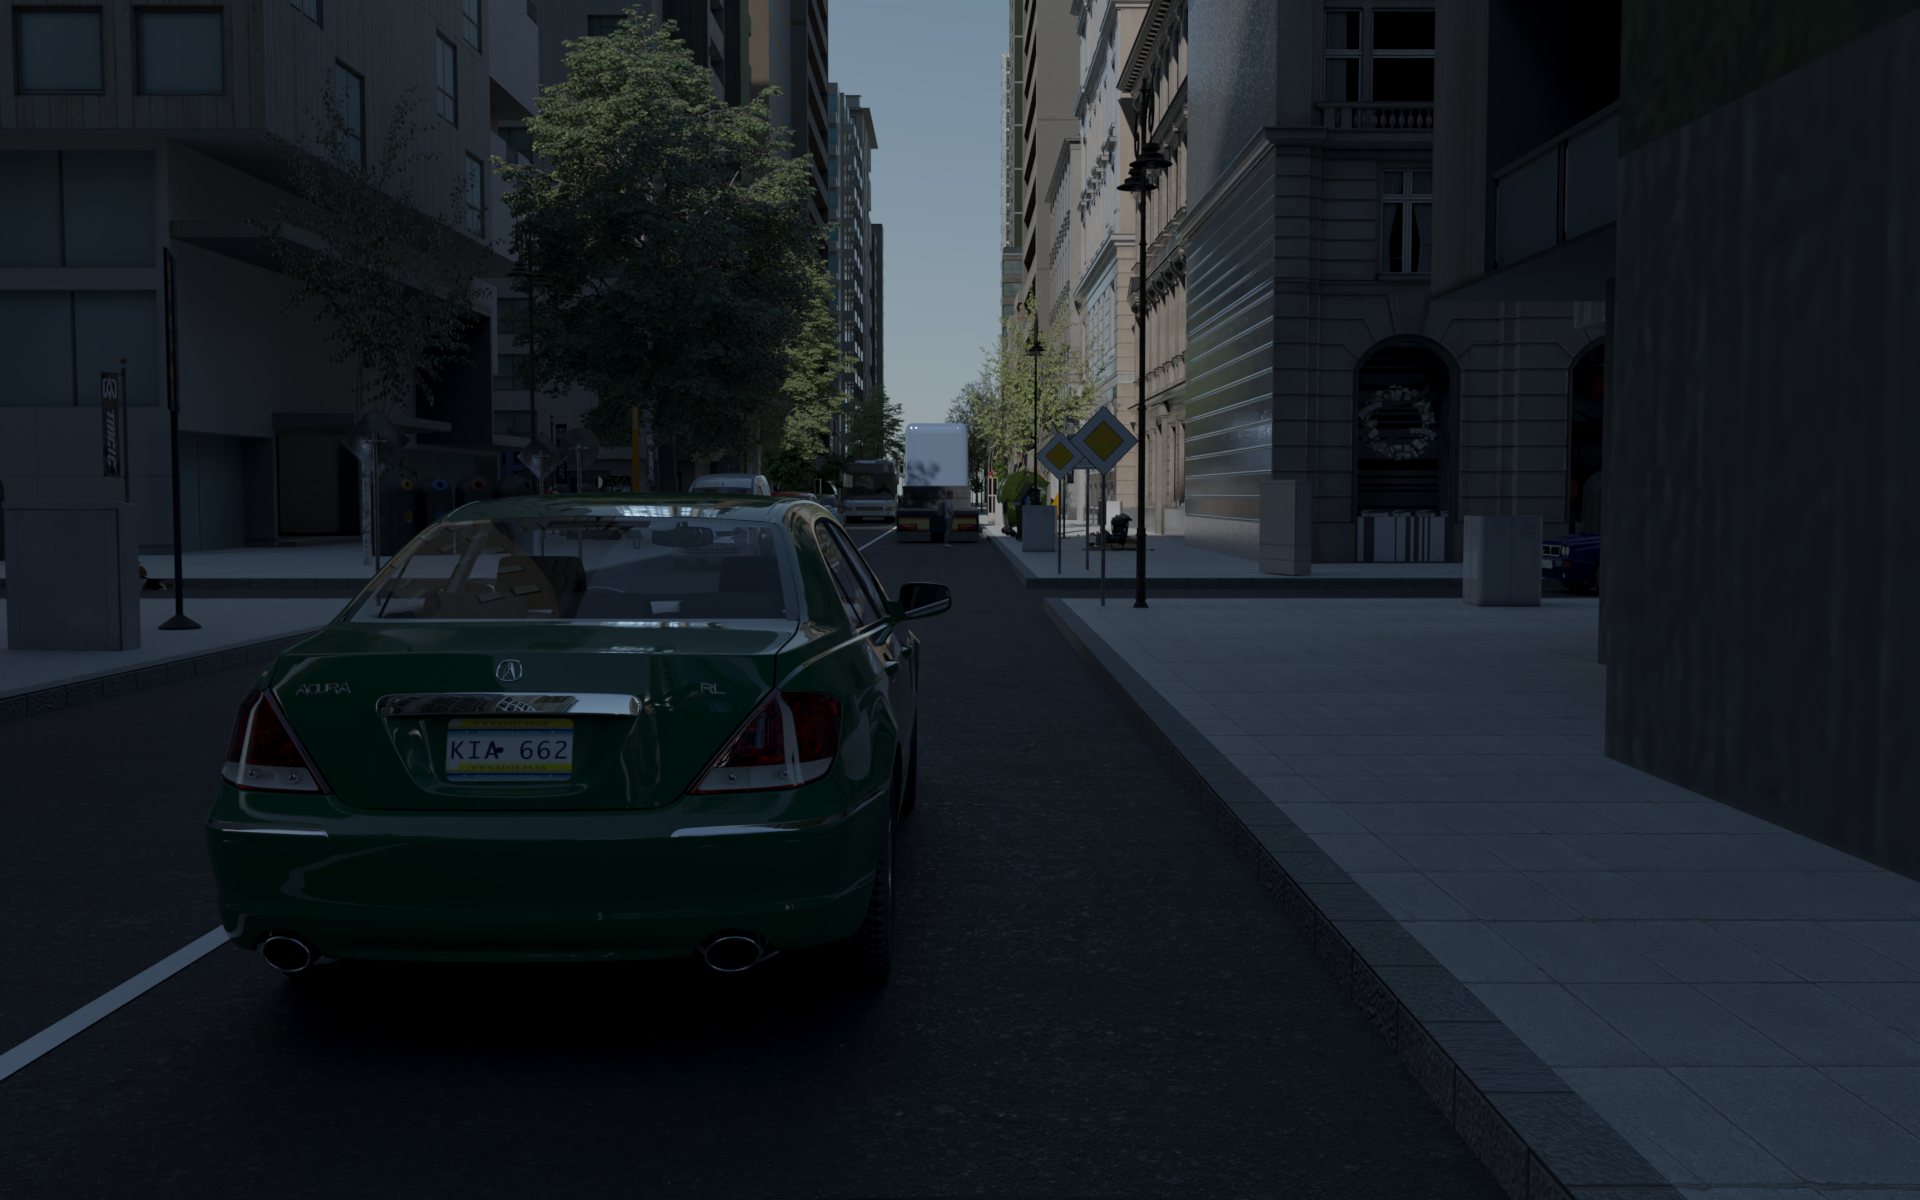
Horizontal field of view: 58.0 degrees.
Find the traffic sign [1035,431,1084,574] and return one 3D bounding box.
[{"bbox_3d":[1.596,-1.477,27.784,0.795,2.450,0.064,0,4,0],"label":"traffic sign"}]

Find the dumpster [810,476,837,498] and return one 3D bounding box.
[{"bbox_3d":[-7.504,-5.616,94.318,1.502,2.255,1.985,0,4,0],"label":"dumpster"}]

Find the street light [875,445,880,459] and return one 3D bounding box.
[{"bbox_3d":[-7.804,-11.687,163.876,0.468,5.910,1.993,0,4,0],"label":"street light"}]

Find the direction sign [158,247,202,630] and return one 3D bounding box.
[{"bbox_3d":[-7.425,-1.491,16.377,0.379,3.537,0.876,-1,4,-19],"label":"direction sign"}]

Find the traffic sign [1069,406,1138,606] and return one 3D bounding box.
[{"bbox_3d":[1.636,-0.988,19.799,0.795,2.450,0.064,0,4,0],"label":"traffic sign"}]

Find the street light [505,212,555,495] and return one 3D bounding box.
[{"bbox_3d":[-7.106,-3.424,28.771,0.468,5.910,1.993,0,4,0],"label":"street light"}]

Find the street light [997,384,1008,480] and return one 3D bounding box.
[{"bbox_3d":[1.805,-6.119,72.836,0.468,5.910,1.993,0,4,0],"label":"street light"}]

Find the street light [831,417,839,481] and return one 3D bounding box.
[{"bbox_3d":[-7.560,-8.055,104.487,0.468,5.910,1.993,0,4,0],"label":"street light"}]

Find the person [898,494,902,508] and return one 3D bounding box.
[{"bbox_3d":[-5.508,-8.863,156.597,0.628,1.438,0.799,-1,4,-22],"label":"person"}]

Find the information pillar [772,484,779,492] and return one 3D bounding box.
[{"bbox_3d":[-9.628,-5.258,90.463,0.304,2.012,0.304,0,4,4],"label":"information pillar"}]

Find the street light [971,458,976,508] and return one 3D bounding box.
[{"bbox_3d":[1.373,-10.827,149.807,0.468,5.910,1.993,0,4,0],"label":"street light"}]

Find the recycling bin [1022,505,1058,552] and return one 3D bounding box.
[{"bbox_3d":[1.788,-1.600,38.716,0.722,1.027,0.722,1,4,10],"label":"recycling bin"}]

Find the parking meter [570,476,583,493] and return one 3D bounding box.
[{"bbox_3d":[-12.742,-3.158,57.345,0.255,1.863,0.399,0,4,-1],"label":"parking meter"}]

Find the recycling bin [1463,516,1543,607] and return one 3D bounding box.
[{"bbox_3d":[6.272,-0.458,20.042,0.722,1.027,0.722,0,4,1],"label":"recycling bin"}]

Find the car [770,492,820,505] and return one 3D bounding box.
[{"bbox_3d":[-3.983,-1.833,39.018,2.155,1.783,4.494,0,4,1],"label":"car"}]

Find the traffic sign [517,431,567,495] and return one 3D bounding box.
[{"bbox_3d":[-6.698,-1.475,27.763,0.795,2.450,0.064,0,4,0],"label":"traffic sign"}]

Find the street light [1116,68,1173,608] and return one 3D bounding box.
[{"bbox_3d":[2.043,-2.851,19.400,0.468,5.910,1.993,0,4,0],"label":"street light"}]

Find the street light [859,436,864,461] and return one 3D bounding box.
[{"bbox_3d":[-7.656,-9.866,134.097,0.468,5.910,1.993,0,4,0],"label":"street light"}]

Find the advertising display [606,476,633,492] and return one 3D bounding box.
[{"bbox_3d":[-11.987,-3.411,60.981,0.974,1.923,0.123,1,4,15],"label":"advertising display"}]

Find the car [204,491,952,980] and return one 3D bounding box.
[{"bbox_3d":[-1.098,0.322,6.540,2.131,1.459,4.920,0,3,0],"label":"car"}]

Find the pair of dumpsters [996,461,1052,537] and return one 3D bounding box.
[{"bbox_3d":[1.974,-3.130,53.676,1.574,2.255,4.437,0,4,0],"label":"pair of dumpsters"}]

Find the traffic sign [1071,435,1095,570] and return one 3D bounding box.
[{"bbox_3d":[2.157,-1.661,29.281,0.606,2.300,0.079,0,4,4],"label":"traffic sign"}]

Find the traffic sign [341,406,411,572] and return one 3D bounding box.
[{"bbox_3d":[-6.658,-0.987,19.778,0.795,2.450,0.064,0,4,0],"label":"traffic sign"}]

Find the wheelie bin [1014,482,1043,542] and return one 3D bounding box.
[{"bbox_3d":[1.859,-2.380,46.826,0.693,1.594,0.980,-1,4,-15],"label":"wheelie bin"}]

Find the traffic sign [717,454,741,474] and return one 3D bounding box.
[{"bbox_3d":[-7.420,-3.392,55.573,0.768,2.556,0.104,0,4,3],"label":"traffic sign"}]

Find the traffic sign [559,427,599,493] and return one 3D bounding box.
[{"bbox_3d":[-7.278,-2.020,33.129,0.768,2.556,0.104,0,4,1],"label":"traffic sign"}]

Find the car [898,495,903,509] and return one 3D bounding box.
[{"bbox_3d":[-5.205,-9.663,169.996,2.014,1.417,4.499,0,4,0],"label":"car"}]

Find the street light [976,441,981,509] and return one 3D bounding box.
[{"bbox_3d":[1.530,-9.035,120.514,0.468,5.910,1.993,0,4,0],"label":"street light"}]

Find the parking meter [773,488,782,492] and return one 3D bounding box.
[{"bbox_3d":[-7.772,-3.999,73.797,0.372,1.533,0.369,0,3,0],"label":"parking meter"}]

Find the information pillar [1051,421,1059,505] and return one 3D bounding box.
[{"bbox_3d":[3.027,-3.904,55.182,0.183,3.616,0.504,-2,4,-23],"label":"information pillar"}]

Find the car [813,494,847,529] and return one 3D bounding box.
[{"bbox_3d":[-5.016,-2.996,60.784,2.131,1.459,4.920,0,4,-1],"label":"car"}]

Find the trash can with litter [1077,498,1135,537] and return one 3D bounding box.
[{"bbox_3d":[4.389,-2.559,52.890,1.678,1.210,2.233,0,4,-5],"label":"trash can with litter"}]

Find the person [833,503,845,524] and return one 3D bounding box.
[{"bbox_3d":[-2.611,-1.457,37.002,0.352,1.250,0.332,0,4,7],"label":"person"}]

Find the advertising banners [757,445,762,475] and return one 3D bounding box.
[{"bbox_3d":[-7.313,-3.987,61.382,0.090,3.025,2.074,1,4,10],"label":"advertising banners"}]

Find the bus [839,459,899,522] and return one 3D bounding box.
[{"bbox_3d":[-4.607,-5.854,90.573,2.948,3.499,13.247,0,4,-2],"label":"bus"}]

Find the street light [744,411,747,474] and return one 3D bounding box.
[{"bbox_3d":[-7.272,-5.252,58.660,0.468,5.910,1.993,0,4,0],"label":"street light"}]

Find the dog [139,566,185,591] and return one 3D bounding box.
[{"bbox_3d":[-11.958,-0.336,25.691,0.748,0.427,0.550,0,4,-4],"label":"dog"}]

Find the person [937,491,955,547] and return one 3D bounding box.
[{"bbox_3d":[-0.322,-2.189,46.892,0.503,1.515,0.523,3,5,42],"label":"person"}]

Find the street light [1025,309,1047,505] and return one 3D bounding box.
[{"bbox_3d":[1.898,-4.325,43.495,0.468,5.910,1.993,0,4,0],"label":"street light"}]

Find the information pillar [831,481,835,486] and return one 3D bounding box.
[{"bbox_3d":[-7.228,-5.660,97.028,0.304,2.012,0.304,3,4,38],"label":"information pillar"}]

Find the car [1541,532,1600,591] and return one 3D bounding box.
[{"bbox_3d":[10.378,-0.758,24.975,3.894,1.354,1.945,0,3,0],"label":"car"}]

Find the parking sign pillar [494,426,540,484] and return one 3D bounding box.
[{"bbox_3d":[-17.367,-4.911,68.764,1.447,3.967,1.447,1,4,9],"label":"parking sign pillar"}]

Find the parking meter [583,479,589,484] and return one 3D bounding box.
[{"bbox_3d":[-14.514,-3.733,66.749,0.399,1.863,0.255,-1,4,-16],"label":"parking meter"}]

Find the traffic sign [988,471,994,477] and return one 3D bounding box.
[{"bbox_3d":[1.890,-5.709,93.450,0.768,2.556,0.104,1,4,9],"label":"traffic sign"}]

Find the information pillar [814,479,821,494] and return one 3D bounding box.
[{"bbox_3d":[-6.931,-4.885,84.361,0.304,2.012,0.304,0,4,-1],"label":"information pillar"}]

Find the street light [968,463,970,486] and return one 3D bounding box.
[{"bbox_3d":[1.272,-12.619,179.100,0.468,5.910,1.993,0,4,0],"label":"street light"}]

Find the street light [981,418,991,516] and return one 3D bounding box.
[{"bbox_3d":[1.661,-7.911,102.128,0.468,5.910,1.993,0,4,0],"label":"street light"}]

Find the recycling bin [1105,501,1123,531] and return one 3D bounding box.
[{"bbox_3d":[5.311,-2.952,60.815,0.722,1.027,0.722,1,4,13],"label":"recycling bin"}]

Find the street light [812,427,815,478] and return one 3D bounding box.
[{"bbox_3d":[-7.442,-7.084,88.610,0.468,5.910,1.993,0,4,0],"label":"street light"}]

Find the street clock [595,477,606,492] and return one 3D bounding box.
[{"bbox_3d":[-14.965,-4.137,72.202,0.471,2.002,0.358,3,4,36],"label":"street clock"}]
